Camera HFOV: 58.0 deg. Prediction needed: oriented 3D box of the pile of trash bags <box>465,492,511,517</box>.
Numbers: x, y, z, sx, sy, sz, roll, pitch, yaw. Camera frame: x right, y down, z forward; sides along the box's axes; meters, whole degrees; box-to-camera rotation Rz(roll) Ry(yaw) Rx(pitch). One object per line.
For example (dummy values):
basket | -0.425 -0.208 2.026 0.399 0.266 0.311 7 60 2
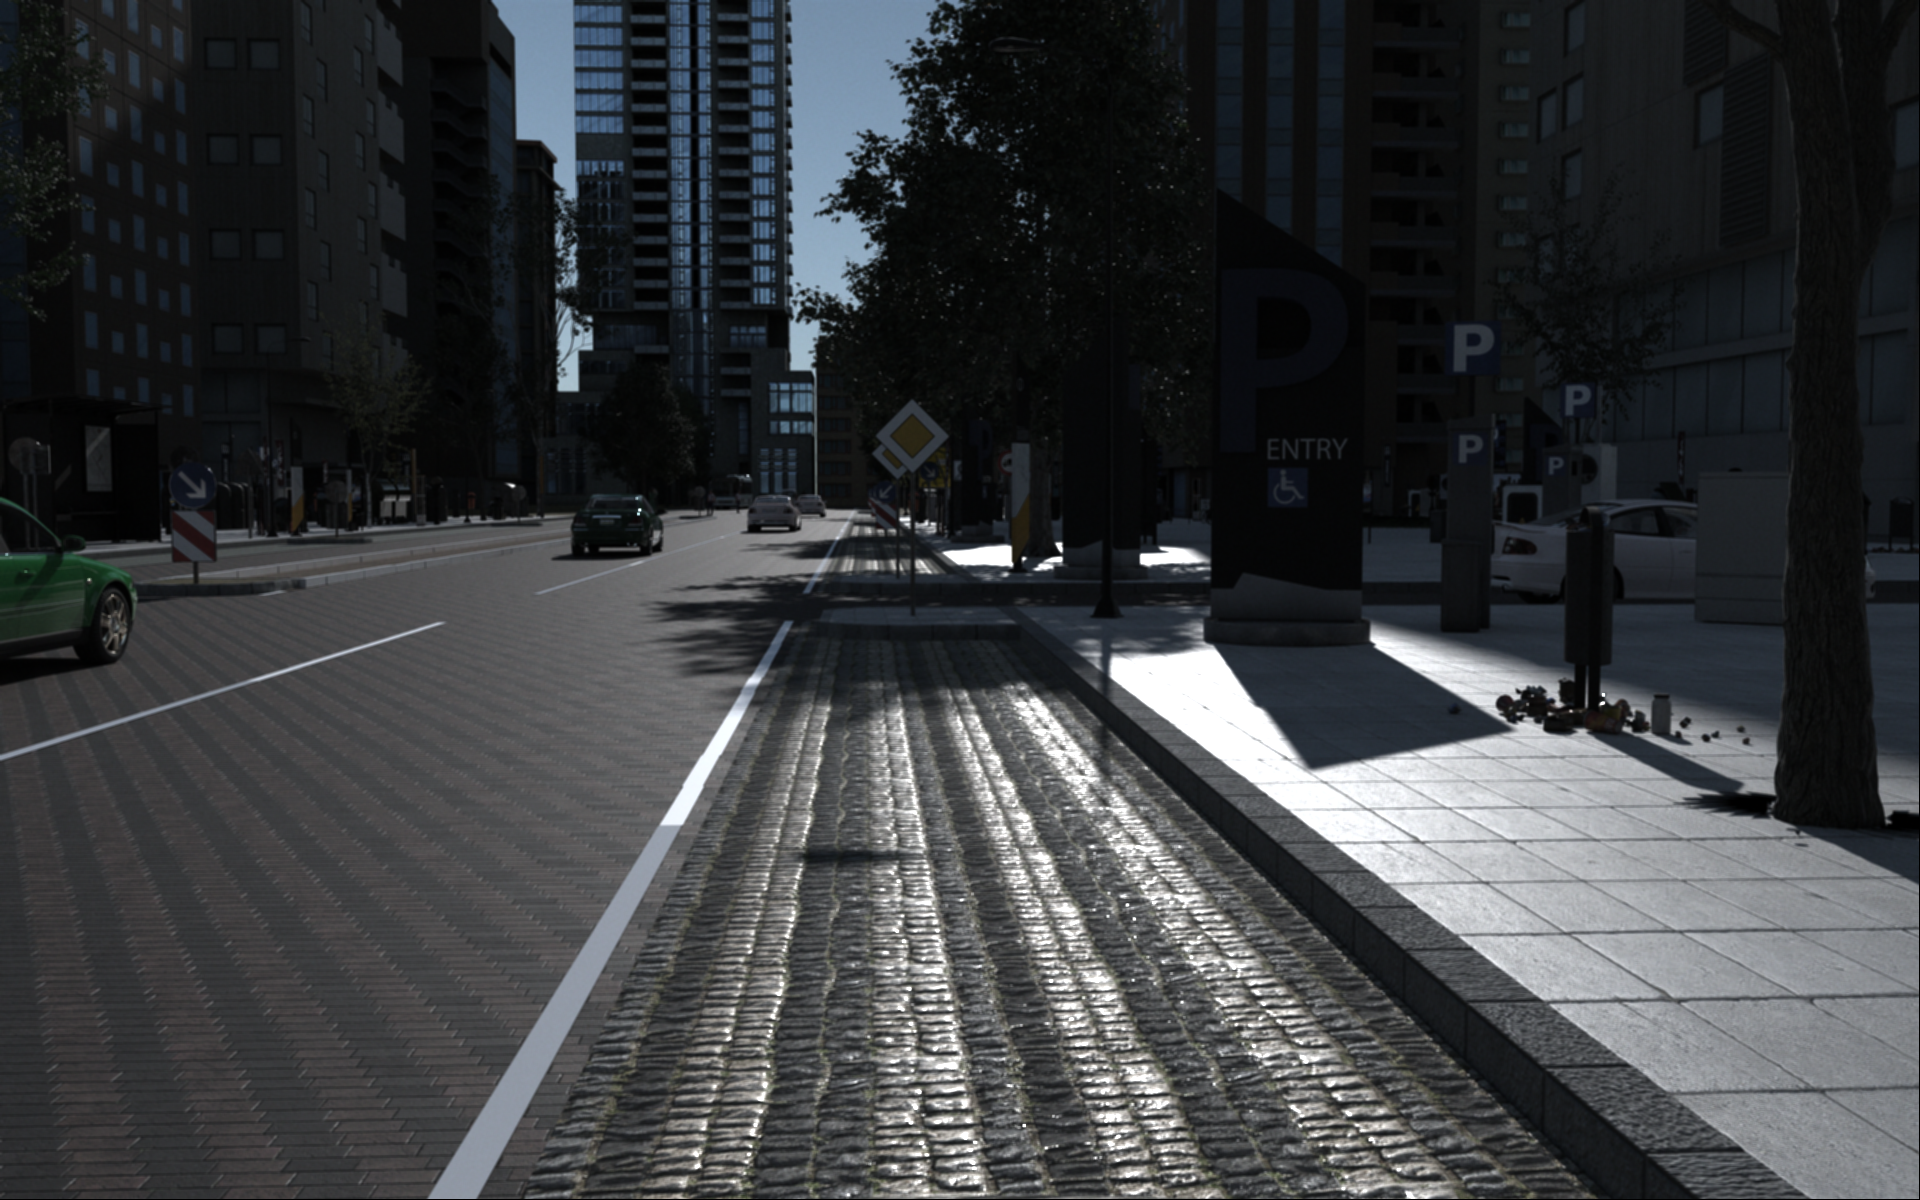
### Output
pile of trash bags | -26.225 -5.390 97.873 3.447 1.369 1.912 -2 4 -27

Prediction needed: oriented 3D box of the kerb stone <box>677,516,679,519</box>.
kerb stone | -16.027 -4.594 97.299 0.120 0.150 1.000 0 4 -3

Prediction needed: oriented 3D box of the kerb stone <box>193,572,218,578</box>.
kerb stone | -12.164 -0.336 27.706 0.120 0.150 1.000 0 4 -3

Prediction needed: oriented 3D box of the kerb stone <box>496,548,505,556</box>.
kerb stone | -10.757 -1.092 40.094 0.120 0.150 1.000 0 4 -3

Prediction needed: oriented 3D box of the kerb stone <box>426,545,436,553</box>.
kerb stone | -12.965 -1.213 42.041 0.120 0.150 1.000 0 4 -3

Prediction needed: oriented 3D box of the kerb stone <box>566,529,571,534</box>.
kerb stone | -14.043 -2.399 61.480 0.120 0.150 1.000 0 4 -3

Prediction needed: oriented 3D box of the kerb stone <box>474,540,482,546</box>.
kerb stone | -13.255 -1.527 47.164 0.120 0.150 1.000 0 4 -3

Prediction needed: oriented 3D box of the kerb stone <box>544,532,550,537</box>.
kerb stone | -13.818 -2.151 57.382 0.120 0.150 1.000 0 4 -3

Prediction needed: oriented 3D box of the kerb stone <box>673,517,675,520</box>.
kerb stone | -15.926 -4.468 95.244 0.120 0.150 1.000 0 4 -3

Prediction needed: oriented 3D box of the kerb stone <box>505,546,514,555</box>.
kerb stone | -10.809 -1.157 41.115 0.120 0.150 1.000 0 4 -3

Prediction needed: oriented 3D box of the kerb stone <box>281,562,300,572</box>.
kerb stone | -12.393 -0.587 31.794 0.120 0.150 1.000 0 4 -3

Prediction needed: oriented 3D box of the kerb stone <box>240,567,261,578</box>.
kerb stone | -12.279 -0.462 29.747 0.120 0.150 1.000 0 4 -3

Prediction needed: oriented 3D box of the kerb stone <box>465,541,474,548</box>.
kerb stone | -13.195 -1.465 46.140 0.120 0.150 1.000 0 4 -3

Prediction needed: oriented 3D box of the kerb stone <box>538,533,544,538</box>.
kerb stone | -13.760 -2.088 56.361 0.120 0.150 1.000 0 4 -3

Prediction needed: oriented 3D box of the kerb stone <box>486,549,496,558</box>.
kerb stone | -10.696 -1.032 39.073 0.120 0.150 1.000 0 4 -3

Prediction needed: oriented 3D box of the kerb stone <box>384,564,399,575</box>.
kerb stone | -10.242 -0.531 30.870 0.120 0.150 1.000 0 4 -3

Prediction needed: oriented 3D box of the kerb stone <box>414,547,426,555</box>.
kerb stone | -12.901 -1.150 41.016 0.120 0.150 1.000 0 4 -3

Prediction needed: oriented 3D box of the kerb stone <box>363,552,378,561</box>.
kerb stone | -12.669 -0.901 36.920 0.120 0.150 1.000 0 4 -3

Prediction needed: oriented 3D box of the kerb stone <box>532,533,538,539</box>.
kerb stone | -13.704 -2.027 55.333 0.120 0.150 1.000 0 4 -3

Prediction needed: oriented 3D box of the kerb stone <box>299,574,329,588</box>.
kerb stone | -10.016 -0.281 26.787 0.120 0.150 1.000 0 4 -3

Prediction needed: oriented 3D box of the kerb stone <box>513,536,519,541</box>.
kerb stone | -13.538 -1.836 52.270 0.120 0.150 1.000 0 4 -3

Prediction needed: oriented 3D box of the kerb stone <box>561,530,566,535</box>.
kerb stone | -13.984 -2.340 60.458 0.120 0.150 1.000 0 4 -3

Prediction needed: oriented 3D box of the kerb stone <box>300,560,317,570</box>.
kerb stone | -12.449 -0.650 32.817 0.120 0.150 1.000 0 4 -3

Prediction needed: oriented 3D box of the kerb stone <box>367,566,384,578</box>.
kerb stone | -10.178 -0.467 29.850 0.120 0.150 1.000 0 4 -3

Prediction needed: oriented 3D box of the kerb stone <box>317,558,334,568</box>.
kerb stone | -12.505 -0.711 33.837 0.120 0.150 1.000 0 4 -3

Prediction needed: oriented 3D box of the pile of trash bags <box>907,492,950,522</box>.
pile of trash bags | -0.752 -4.247 79.183 3.447 1.369 1.912 1 4 12

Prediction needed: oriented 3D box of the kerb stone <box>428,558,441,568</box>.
kerb stone | -10.403 -0.718 33.943 0.120 0.150 1.000 0 4 -3

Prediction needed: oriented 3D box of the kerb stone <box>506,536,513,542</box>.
kerb stone | -13.473 -1.776 51.250 0.120 0.150 1.000 0 4 -3

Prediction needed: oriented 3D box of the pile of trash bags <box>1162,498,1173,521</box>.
pile of trash bags | 8.865 -4.474 82.903 1.912 1.369 3.447 2 4 27

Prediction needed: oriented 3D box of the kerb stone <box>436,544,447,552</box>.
kerb stone | -13.013 -1.277 43.075 0.120 0.150 1.000 0 4 -3

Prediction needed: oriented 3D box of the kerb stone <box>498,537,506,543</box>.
kerb stone | -13.418 -1.715 50.229 0.120 0.150 1.000 0 4 -3

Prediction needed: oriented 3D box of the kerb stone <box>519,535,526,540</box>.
kerb stone | -13.587 -1.895 53.291 0.120 0.150 1.000 0 4 -3

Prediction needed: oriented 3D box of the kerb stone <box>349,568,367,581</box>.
kerb stone | -10.124 -0.402 28.830 0.120 0.150 1.000 0 4 -3

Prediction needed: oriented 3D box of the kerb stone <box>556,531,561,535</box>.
kerb stone | -13.929 -2.278 59.437 0.120 0.150 1.000 0 4 -3

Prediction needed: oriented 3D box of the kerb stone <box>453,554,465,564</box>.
kerb stone | -10.520 -0.844 35.997 0.120 0.150 1.000 0 4 -3

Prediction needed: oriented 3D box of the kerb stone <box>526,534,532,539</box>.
kerb stone | -13.648 -1.964 54.311 0.120 0.150 1.000 0 4 -3

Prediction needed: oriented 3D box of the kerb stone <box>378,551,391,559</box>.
kerb stone | -12.732 -0.963 37.948 0.120 0.150 1.000 0 4 -3

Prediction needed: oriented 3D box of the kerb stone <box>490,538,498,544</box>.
kerb stone | -13.364 -1.649 49.208 0.120 0.150 1.000 0 4 -3

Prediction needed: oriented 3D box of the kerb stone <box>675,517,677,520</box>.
kerb stone | -15.976 -4.526 96.275 0.120 0.150 1.000 0 4 -3

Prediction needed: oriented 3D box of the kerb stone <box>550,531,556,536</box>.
kerb stone | -13.872 -2.209 58.403 0.120 0.150 1.000 0 4 -3

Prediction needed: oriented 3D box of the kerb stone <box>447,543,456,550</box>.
kerb stone | -13.081 -1.339 44.095 0.120 0.150 1.000 0 4 -3

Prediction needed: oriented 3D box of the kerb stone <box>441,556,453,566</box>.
kerb stone | -10.464 -0.776 34.964 0.120 0.150 1.000 0 4 -3

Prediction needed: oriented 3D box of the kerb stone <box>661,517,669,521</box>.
kerb stone | -15.748 -4.280 92.178 0.120 0.150 1.000 0 4 -3

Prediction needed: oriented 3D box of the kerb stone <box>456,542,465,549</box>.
kerb stone | -13.136 -1.402 45.120 0.120 0.150 1.000 0 4 -3

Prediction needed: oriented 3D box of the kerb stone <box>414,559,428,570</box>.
kerb stone | -10.354 -0.656 32.922 0.120 0.150 1.000 0 4 -3

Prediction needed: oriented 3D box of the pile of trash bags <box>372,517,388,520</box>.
pile of trash bags | -28.664 -4.607 85.073 3.447 1.369 1.912 0 4 -4

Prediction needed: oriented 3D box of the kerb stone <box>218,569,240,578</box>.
kerb stone | -12.228 -0.393 28.727 0.120 0.150 1.000 0 4 -3

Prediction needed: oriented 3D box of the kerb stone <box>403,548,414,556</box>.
kerb stone | -12.854 -1.088 39.989 0.120 0.150 1.000 0 4 -3

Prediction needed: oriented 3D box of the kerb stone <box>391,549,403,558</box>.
kerb stone | -12.794 -1.026 38.968 0.120 0.150 1.000 0 4 -3

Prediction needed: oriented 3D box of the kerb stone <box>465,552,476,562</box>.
kerb stone | -10.578 -0.907 37.018 0.120 0.150 1.000 0 4 -3

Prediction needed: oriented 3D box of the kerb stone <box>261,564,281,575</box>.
kerb stone | -12.344 -0.518 30.768 0.120 0.150 1.000 0 4 -3

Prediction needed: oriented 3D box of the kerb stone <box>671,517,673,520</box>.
kerb stone | -15.864 -4.405 94.223 0.120 0.150 1.000 0 4 -3

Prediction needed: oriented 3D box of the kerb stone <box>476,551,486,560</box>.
kerb stone | -10.635 -0.969 38.043 0.120 0.150 1.000 0 4 -3

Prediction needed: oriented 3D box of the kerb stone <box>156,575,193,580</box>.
kerb stone | -12.111 -0.273 26.675 0.120 0.150 1.000 0 4 -3

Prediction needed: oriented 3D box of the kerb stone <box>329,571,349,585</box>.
kerb stone | -10.066 -0.343 27.808 0.120 0.150 1.000 0 4 -3

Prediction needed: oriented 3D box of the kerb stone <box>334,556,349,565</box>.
kerb stone | -12.562 -0.775 34.864 0.120 0.150 1.000 0 4 -3

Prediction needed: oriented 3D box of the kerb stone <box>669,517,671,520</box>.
kerb stone | -15.802 -4.343 93.203 0.120 0.150 1.000 0 4 -3

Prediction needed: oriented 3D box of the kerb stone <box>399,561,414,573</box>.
kerb stone | -10.298 -0.583 31.894 0.120 0.150 1.000 0 4 -3

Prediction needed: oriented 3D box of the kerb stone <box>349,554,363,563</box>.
kerb stone | -12.624 -0.838 35.899 0.120 0.150 1.000 0 4 -3

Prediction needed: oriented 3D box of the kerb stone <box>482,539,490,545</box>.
kerb stone | -13.310 -1.587 48.184 0.120 0.150 1.000 0 4 -3
